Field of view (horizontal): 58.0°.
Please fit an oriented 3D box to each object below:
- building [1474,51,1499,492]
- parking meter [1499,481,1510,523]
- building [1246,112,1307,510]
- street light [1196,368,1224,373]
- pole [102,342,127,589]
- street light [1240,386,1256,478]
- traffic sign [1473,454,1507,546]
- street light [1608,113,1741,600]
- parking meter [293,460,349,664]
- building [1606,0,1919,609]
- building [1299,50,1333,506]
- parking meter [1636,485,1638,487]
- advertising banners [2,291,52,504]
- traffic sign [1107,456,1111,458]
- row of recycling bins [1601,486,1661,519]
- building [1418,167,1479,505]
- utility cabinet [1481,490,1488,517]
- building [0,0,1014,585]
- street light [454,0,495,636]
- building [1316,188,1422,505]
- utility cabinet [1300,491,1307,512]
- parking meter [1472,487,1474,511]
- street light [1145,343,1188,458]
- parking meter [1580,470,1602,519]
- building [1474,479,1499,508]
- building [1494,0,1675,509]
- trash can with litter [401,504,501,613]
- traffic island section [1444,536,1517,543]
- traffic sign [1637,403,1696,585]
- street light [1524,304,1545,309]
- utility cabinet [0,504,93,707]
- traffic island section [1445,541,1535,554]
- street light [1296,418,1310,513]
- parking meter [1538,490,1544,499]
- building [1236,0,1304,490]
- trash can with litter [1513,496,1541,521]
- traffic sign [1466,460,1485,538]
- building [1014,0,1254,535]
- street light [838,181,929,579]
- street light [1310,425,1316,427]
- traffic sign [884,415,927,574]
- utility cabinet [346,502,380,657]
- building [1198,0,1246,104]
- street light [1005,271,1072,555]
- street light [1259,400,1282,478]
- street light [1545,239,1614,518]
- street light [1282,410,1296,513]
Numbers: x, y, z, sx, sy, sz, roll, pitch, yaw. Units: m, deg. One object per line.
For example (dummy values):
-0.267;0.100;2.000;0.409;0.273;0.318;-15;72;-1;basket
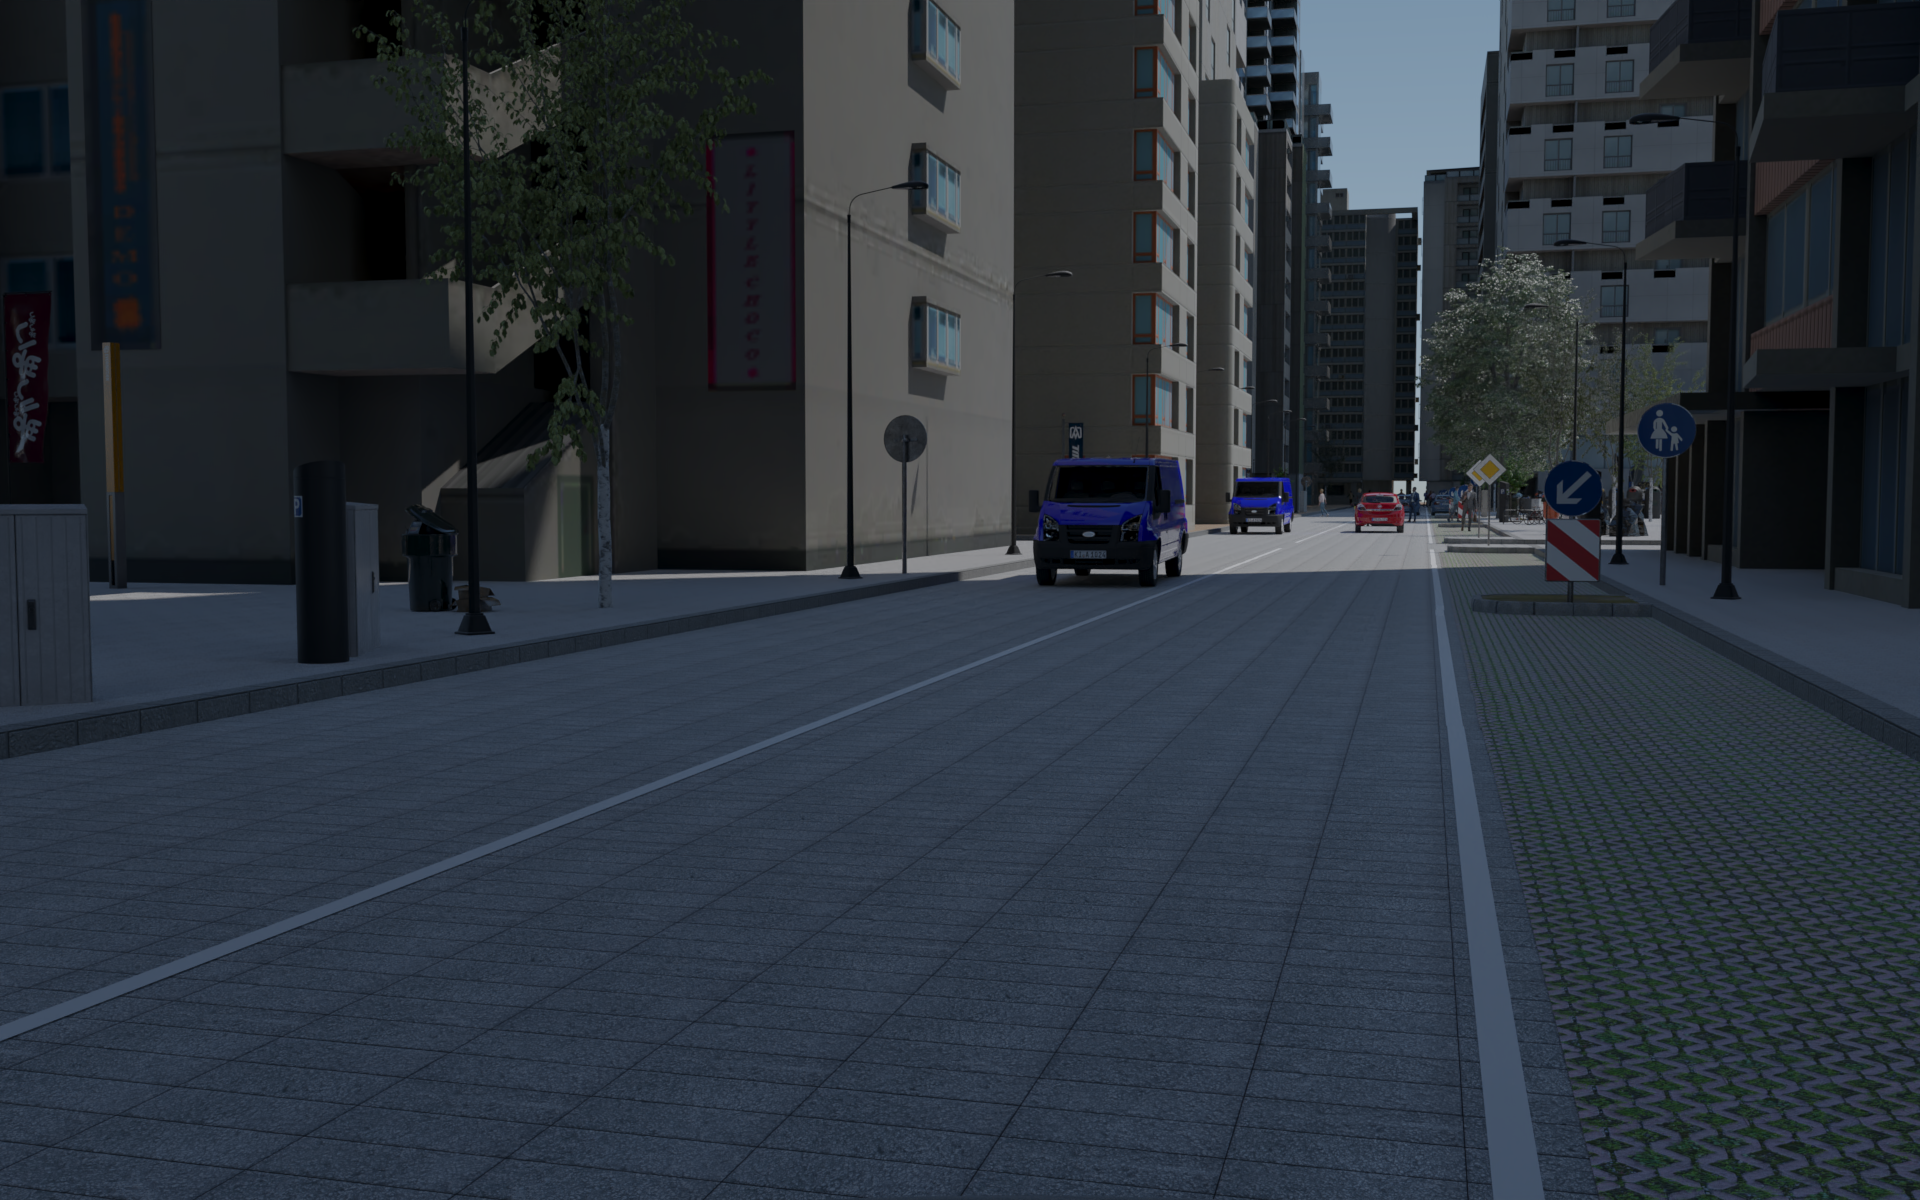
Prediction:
65.146;-34.021;179.940;21.300;48.544;21.600;1;4;15;building
24.493;-4.417;77.923;0.255;1.863;0.399;-3;4;-36;parking meter
19.280;-22.217;134.956;14.160;30.474;14.107;1;4;15;building
9.019;-5.590;63.943;1.470;5.913;1.316;1;4;15;street light
-11.434;-1.809;23.426;0.158;3.312;0.155;0;3;0;pole
12.031;-6.268;75.029;1.470;5.913;1.316;1;4;15;street light
13.101;-2.399;42.874;0.795;2.450;0.064;1;4;15;traffic sign
8.854;-2.974;21.167;1.470;5.913;1.316;1;4;15;street light
-4.870;-0.293;13.207;0.372;1.533;0.369;0;3;0;parking meter
22.055;-22.565;23.555;22.147;44.769;28.867;1;4;15;building
25.003;-34.913;190.428;30.456;49.044;23.786;1;4;15;building
43.941;-6.507;112.107;0.399;1.863;0.255;0;4;0;parking meter
-8.804;-1.167;15.274;2.074;3.025;0.090;1;4;17;advertising banners
3.886;-2.551;45.356;0.795;2.450;0.064;1;4;15;traffic sign
34.727;-5.101;90.506;3.534;1.692;1.069;2;4;25;row of recycling bins
63.018;-32.191;209.922;14.086;41.232;14.154;1;4;15;building
28.964;-5.323;95.702;0.318;1.500;1.173;1;4;14;utility cabinet
-11.572;-25.105;34.171;21.600;48.544;21.300;1;4;15;building
-3.928;-2.631;15.555;1.470;5.913;1.316;1;4;15;street light
46.867;-32.498;223.224;23.993;40.220;32.217;1;4;15;building
24.057;-6.894;121.398;0.318;1.500;1.173;1;4;20;utility cabinet
35.656;-7.045;120.901;0.399;1.863;0.255;-1;4;-14;parking meter
6.308;-4.951;53.491;1.470;5.913;1.316;1;4;15;street light
13.782;-1.964;37.825;0.399;1.863;0.255;-1;4;-9;parking meter
58.824;-44.090;159.131;20.563;71.187;20.611;1;4;15;building
56.334;-33.382;135.041;28.713;52.752;27.495;1;4;15;building
-5.568;-0.466;18.999;1.055;1.170;0.624;1;4;10;trash can with litter
15.194;-1.736;50.658;2.009;0.180;2.903;1;4;15;traffic island section
9.885;-1.479;24.290;0.768;2.556;0.104;1;4;21;traffic sign
14.436;-4.264;42.258;1.470;5.913;1.316;1;4;15;street light
-5.844;0.041;10.489;1.020;1.237;0.306;-2;4;-30;utility cabinet
13.126;-1.264;42.945;2.009;0.180;2.903;1;4;15;traffic island section
20.550;-8.200;106.605;1.470;5.913;1.316;1;4;15;street light
36.696;-6.177;109.403;0.372;1.533;0.369;0;3;0;parking meter
20.606;-51.634;156.889;22.319;86.520;31.000;1;4;15;building
27.862;-4.460;83.981;2.233;1.210;1.678;0;4;6;trash can with litter
15.169;-2.871;50.588;0.795;2.450;0.064;1;4;15;traffic sign
-3.406;-13.797;70.621;27.650;21.520;28.899;1;4;15;building
-1.143;-3.268;25.975;1.470;5.913;1.316;1;4;15;street light
23.299;-8.839;117.066;1.470;5.913;1.316;1;4;15;street light
-0.898;-1.701;27.910;0.768;2.556;0.104;1;4;23;traffic sign
-4.951;-0.179;14.090;0.306;1.237;1.020;-1;4;-9;utility cabinet
3.629;-31.880;110.473;28.713;52.752;27.495;1;4;15;building
1.656;-3.903;36.358;1.470;5.913;1.316;1;4;15;street light
14.944;-6.917;85.637;1.470;5.913;1.316;1;4;15;street light
11.511;-3.613;31.613;1.470;5.913;1.316;1;4;15;street light
17.676;-7.566;96.243;1.470;5.913;1.316;1;4;15;street light
